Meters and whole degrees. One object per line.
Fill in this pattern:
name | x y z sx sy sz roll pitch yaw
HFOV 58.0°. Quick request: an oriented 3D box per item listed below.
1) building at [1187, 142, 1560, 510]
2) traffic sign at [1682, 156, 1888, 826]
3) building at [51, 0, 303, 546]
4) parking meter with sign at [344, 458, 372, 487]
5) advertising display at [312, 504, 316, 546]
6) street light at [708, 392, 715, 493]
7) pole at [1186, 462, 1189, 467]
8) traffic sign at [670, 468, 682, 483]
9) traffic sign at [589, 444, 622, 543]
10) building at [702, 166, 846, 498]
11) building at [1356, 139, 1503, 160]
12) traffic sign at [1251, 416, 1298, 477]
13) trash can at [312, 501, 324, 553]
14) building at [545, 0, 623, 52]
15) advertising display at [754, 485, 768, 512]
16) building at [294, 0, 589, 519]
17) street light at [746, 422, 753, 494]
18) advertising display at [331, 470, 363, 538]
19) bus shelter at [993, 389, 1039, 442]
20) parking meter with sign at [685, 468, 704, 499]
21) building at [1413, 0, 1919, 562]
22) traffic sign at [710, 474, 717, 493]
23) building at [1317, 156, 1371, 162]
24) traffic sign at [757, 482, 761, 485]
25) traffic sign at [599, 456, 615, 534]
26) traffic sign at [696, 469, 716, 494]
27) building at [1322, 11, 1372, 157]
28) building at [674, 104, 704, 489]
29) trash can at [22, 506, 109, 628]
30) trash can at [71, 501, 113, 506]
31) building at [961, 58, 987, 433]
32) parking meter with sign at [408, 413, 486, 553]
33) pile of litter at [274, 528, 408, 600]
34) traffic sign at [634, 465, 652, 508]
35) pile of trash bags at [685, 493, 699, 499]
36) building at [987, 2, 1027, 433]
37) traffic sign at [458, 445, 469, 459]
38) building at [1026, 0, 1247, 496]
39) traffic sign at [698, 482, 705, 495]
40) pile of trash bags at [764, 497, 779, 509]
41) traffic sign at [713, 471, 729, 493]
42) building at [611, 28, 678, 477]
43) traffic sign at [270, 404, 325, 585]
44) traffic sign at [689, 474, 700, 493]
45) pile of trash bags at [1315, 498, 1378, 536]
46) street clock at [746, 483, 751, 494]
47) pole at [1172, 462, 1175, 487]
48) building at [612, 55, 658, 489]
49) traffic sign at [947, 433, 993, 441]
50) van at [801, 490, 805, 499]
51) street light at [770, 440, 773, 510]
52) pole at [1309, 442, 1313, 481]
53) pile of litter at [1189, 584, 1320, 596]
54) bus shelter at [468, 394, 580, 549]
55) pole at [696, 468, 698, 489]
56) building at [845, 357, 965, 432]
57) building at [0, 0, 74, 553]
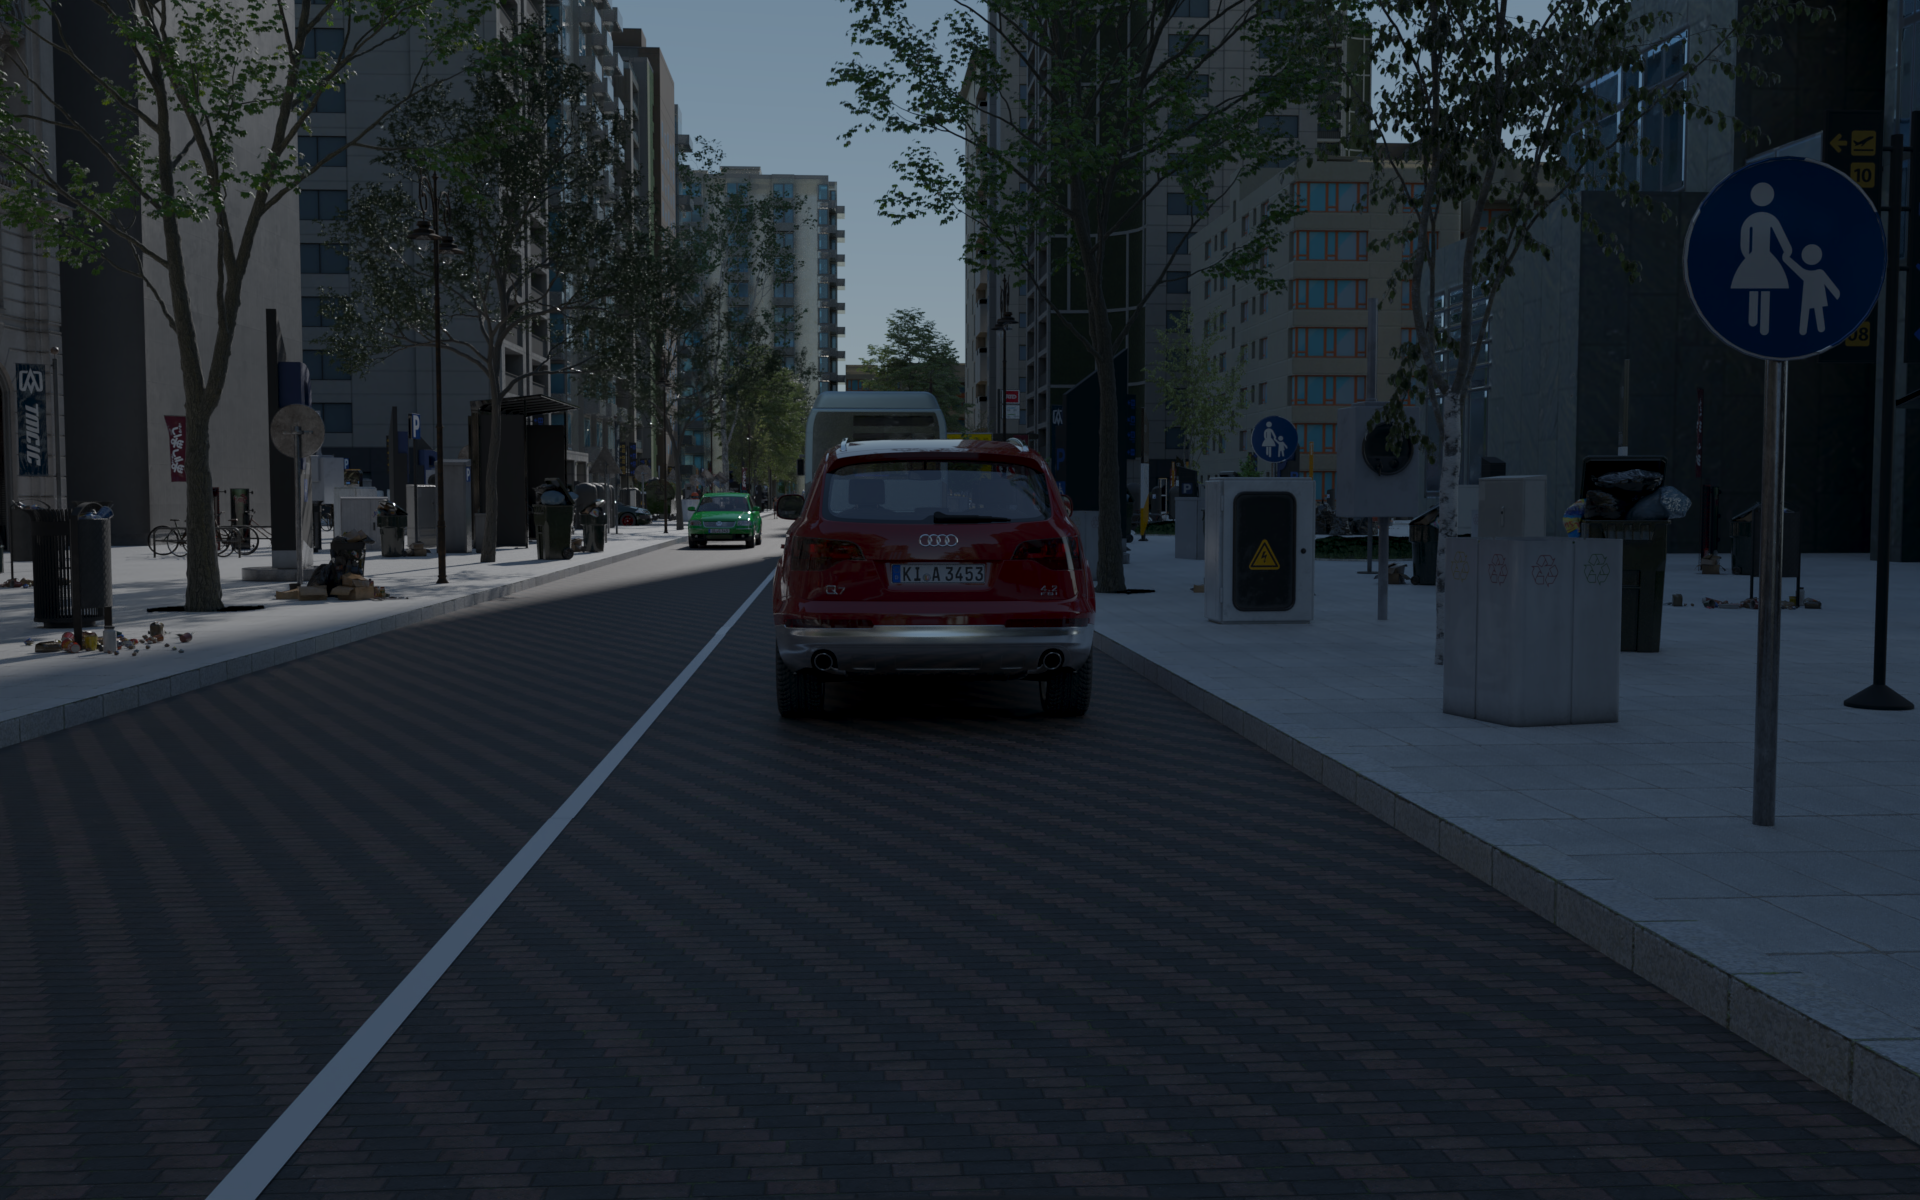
building | 30.816 -15.894 104.914 28.899 21.520 27.650 0 4 -4
traffic sign | 3.121 -0.400 6.648 0.768 2.556 0.104 0 4 1
building | -32.341 -15.576 48.171 24.014 27.812 14.314 0 4 -4
parking meter with sign | -29.216 -5.421 84.901 1.738 3.016 0.543 -3 5 -44
advertising display | -16.212 -2.294 42.721 0.974 1.923 0.123 2 4 31
street light | -10.995 -6.353 76.664 0.468 5.910 1.993 0 4 -4
pole | 14.362 -7.058 109.243 0.158 3.312 0.155 0 3 0
traffic sign | -14.334 -5.292 86.525 0.884 2.594 0.081 0 4 -3
traffic sign | -9.279 -2.772 45.334 0.884 2.594 0.081 0 4 1
building | -32.174 -38.894 255.518 30.456 49.044 23.786 0 4 -4
building | 56.772 -34.443 213.253 14.200 45.320 14.600 0 4 -4
traffic sign | 5.110 -1.720 28.227 0.768 2.556 0.104 0 4 1
trash can | -14.324 -1.610 37.976 0.748 1.137 0.748 0 3 0
building | -37.639 -31.296 131.300 23.786 49.044 30.456 0 4 -4
advertising display | -14.345 -7.329 125.050 0.974 1.923 0.123 -1 4 -21
building | -32.316 -40.317 97.437 20.563 71.187 20.611 0 4 -4
street light | -13.156 -8.281 108.174 0.468 5.910 1.993 0 4 -4
advertising display | -16.600 -2.549 46.894 0.974 1.923 0.123 1 4 18
bus shelter | 1.399 -5.274 63.858 2.179 5.291 8.768 0 4 -4
parking meter with sign | -18.167 -7.377 116.869 1.738 3.016 0.543 1 4 10
building | 24.638 -43.891 30.293 22.319 86.520 31.000 0 4 -4
traffic sign | -15.415 -6.642 108.694 0.768 2.556 0.104 0 4 3
building | 41.633 -32.268 211.175 14.086 41.232 14.154 0 4 -4
traffic sign | -16.280 -8.486 139.928 0.795 2.450 0.064 0 4 2
traffic sign | -11.377 -3.419 56.004 0.768 2.556 0.104 0 4 -4
traffic sign | -9.971 -3.935 67.978 0.795 2.450 0.064 0 4 -4
building | 50.687 -50.222 259.376 20.611 71.187 20.563 0 4 -4
building | -46.622 -35.582 201.371 30.456 49.044 23.786 0 4 -4
trash can | -8.615 -0.310 16.724 0.748 1.137 0.748 0 3 0
trash can | -17.374 -1.409 34.691 0.748 1.137 0.748 0 3 0
building | 14.872 -37.583 203.718 28.713 52.752 27.495 0 4 -4
parking meter with sign | -11.018 -2.532 37.658 1.738 3.016 0.543 0 4 0
pile of litter | -7.605 -0.443 21.209 1.719 0.858 1.176 2 4 31
traffic sign | -13.692 -4.567 74.778 0.768 2.556 0.104 0 4 6
pile of trash bags | -14.796 -5.386 97.817 1.912 1.369 3.447 -1 4 -17
building | 13.264 -38.750 175.567 21.231 58.520 28.212 0 4 -4
traffic sign | -12.388 -2.687 44.038 0.768 2.556 0.104 0 4 3
building | 14.045 -42.295 129.780 20.563 71.187 20.611 0 4 -4
traffic sign | -15.830 -6.544 107.100 0.768 2.556 0.104 0 4 -1
pile of trash bags | -17.085 -8.499 148.712 3.447 1.369 1.912 -1 4 -9
traffic sign | -10.512 -4.422 75.945 0.795 2.450 0.064 0 4 -4
building | -35.649 -31.857 170.969 14.600 45.320 14.200 0 4 -4
traffic sign | -9.345 -1.489 24.449 0.768 2.556 0.104 0 4 -2
traffic sign | -17.022 -6.807 111.395 0.768 2.556 0.104 0 4 2
pile of trash bags | 12.267 -2.701 53.918 1.912 1.369 3.447 -1 4 -15
street clock | -14.318 -6.887 117.172 0.358 2.002 0.471 -3 4 -38
pole | 13.525 -7.099 109.916 0.158 3.312 0.155 0 3 0
building | -35.407 -28.952 156.961 14.154 41.232 14.086 0 4 -4
traffic sign | -0.038 -3.888 57.443 2.265 3.308 0.079 0 4 5
van | -13.636 -9.159 156.753 2.013 2.044 4.112 0 4 -4
street light | -15.307 -10.227 140.002 0.468 5.910 1.993 0 4 -4
pole | 13.681 -4.505 67.507 0.158 3.312 0.155 0 3 0
pile of litter | 3.757 -0.514 22.365 1.176 0.858 1.719 -2 4 -33
bus shelter | -10.879 -3.203 43.654 1.731 3.624 6.357 0 4 -4
pole | -20.714 -8.732 136.617 0.158 3.312 0.155 0 3 0
building | -2.704 -25.405 260.405 28.899 21.520 27.650 0 4 -4
building | -25.647 -11.353 27.418 13.314 21.916 24.055 0 4 -4
